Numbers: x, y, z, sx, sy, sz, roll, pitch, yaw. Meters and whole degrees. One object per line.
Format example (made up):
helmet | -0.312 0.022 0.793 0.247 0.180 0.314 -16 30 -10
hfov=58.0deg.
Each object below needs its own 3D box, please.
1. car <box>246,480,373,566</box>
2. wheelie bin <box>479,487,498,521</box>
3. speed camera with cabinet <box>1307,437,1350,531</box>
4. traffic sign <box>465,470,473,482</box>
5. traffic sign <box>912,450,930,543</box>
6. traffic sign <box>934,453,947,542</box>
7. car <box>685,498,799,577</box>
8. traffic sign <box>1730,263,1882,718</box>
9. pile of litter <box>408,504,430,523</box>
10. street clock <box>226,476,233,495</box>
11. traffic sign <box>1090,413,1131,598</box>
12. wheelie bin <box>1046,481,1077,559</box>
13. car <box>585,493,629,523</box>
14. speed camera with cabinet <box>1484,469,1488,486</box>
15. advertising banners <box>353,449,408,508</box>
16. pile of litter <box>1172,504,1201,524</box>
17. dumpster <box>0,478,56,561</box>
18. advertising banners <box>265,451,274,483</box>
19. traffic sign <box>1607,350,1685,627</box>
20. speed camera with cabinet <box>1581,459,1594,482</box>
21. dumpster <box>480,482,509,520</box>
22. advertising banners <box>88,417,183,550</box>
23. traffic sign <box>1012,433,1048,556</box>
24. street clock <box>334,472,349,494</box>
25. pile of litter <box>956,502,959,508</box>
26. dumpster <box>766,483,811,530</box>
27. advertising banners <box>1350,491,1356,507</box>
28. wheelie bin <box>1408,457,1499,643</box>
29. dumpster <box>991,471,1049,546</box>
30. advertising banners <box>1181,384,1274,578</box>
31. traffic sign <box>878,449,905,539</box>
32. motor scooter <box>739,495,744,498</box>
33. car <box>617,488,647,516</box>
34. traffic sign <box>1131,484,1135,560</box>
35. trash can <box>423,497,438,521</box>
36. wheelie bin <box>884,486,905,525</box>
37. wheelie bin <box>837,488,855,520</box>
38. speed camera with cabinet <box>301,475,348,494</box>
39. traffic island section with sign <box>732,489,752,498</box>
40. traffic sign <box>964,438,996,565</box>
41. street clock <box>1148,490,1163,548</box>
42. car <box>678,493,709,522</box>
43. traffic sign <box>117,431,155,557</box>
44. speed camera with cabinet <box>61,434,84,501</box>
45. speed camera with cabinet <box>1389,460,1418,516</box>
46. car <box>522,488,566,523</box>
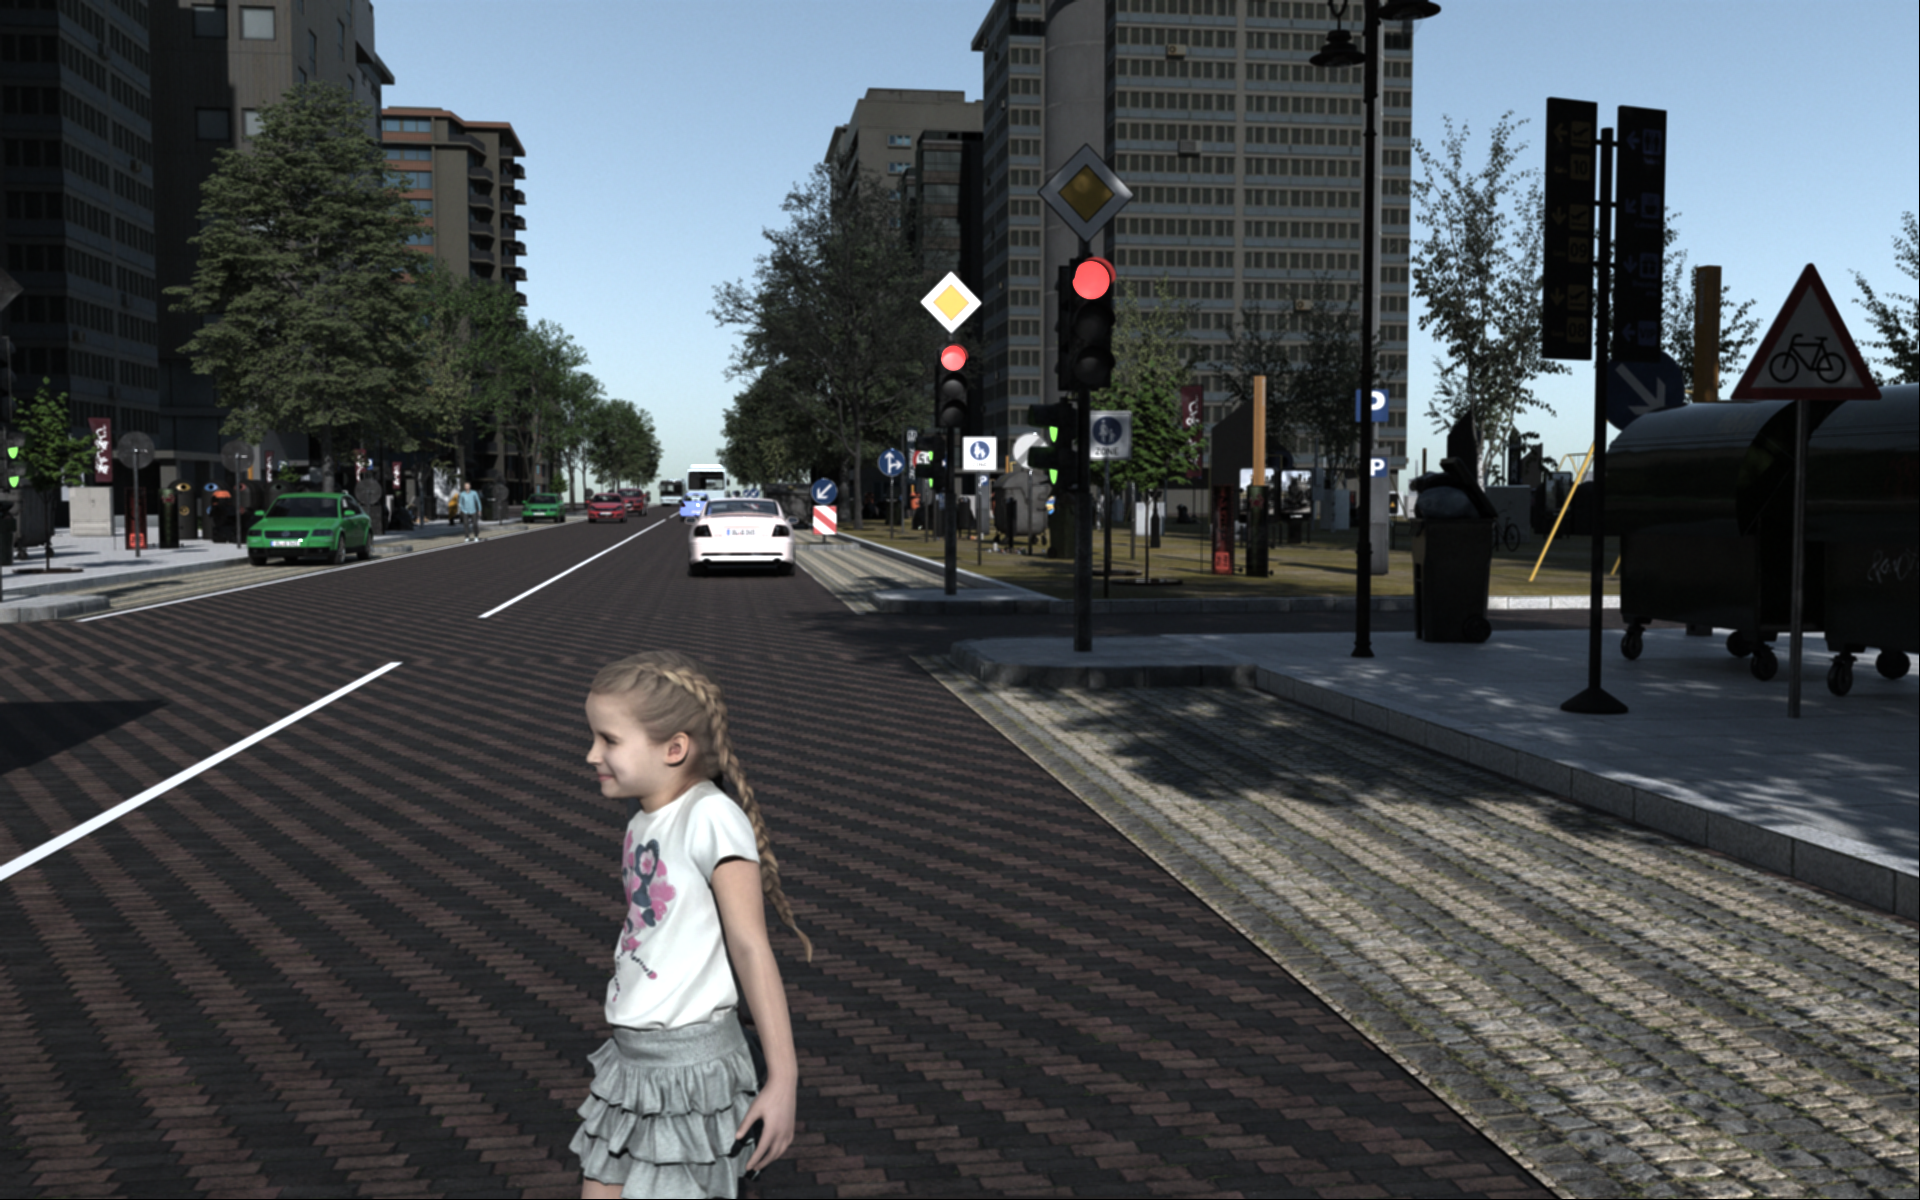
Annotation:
car | -13.388 -1.652 35.808 1.959 1.807 4.718 0 4 -8
wheelie bin | -22.304 -4.523 81.862 0.980 1.594 0.693 -3 5 -41
speed camera with cabinet | 12.847 -4.074 60.950 2.038 3.252 0.660 -3 4 -37
traffic sign | -26.501 -5.672 92.843 0.768 2.556 0.104 0 4 -1
traffic sign | -0.881 -2.793 45.772 0.768 2.556 0.104 0 4 -6
traffic sign | -0.674 -2.854 46.774 0.768 2.556 0.104 0 4 -1
car | -3.970 -1.174 31.556 2.083 1.381 4.827 0 4 -7
traffic sign | 4.787 -0.603 9.865 0.884 2.594 0.081 0 4 -5
pile of litter | -24.330 -3.893 77.609 1.719 0.858 1.176 -3 5 -44
street clock | -29.436 -3.990 69.808 0.358 2.002 0.471 -2 4 -27
traffic sign | 1.811 -1.179 21.400 0.606 2.300 0.079 0 4 1
wheelie bin | 2.172 -1.611 34.254 0.980 1.594 0.693 -3 4 -38
car | -17.718 -4.773 87.080 2.155 1.783 4.494 -1 4 -9
speed camera with cabinet | 18.358 -4.026 60.156 2.038 3.252 0.660 -2 4 -33
advertising banners | -22.335 -4.316 66.748 2.074 3.025 0.090 0 3 0
pile of litter | 9.898 -3.769 75.589 1.176 0.858 1.719 -1 4 -11
dumpster | -18.654 -1.722 33.909 1.264 1.857 1.865 0 4 -8
advertising banners | -28.164 -4.477 69.388 0.090 3.025 2.074 1 4 19
traffic sign | 5.845 -0.909 14.962 0.768 2.556 0.104 0 4 -2
speed camera with cabinet | 26.072 -4.716 71.443 0.660 3.252 2.038 2 4 28
dumpster | -23.001 -4.878 85.517 1.264 1.857 1.865 0 4 -8
advertising banners | -18.998 -2.676 39.933 0.090 3.025 2.074 3 5 41
traffic sign | 1.460 -2.196 36.006 0.768 2.556 0.104 0 4 0
street clock | -20.143 -3.170 56.393 0.358 2.002 0.471 2 4 28
pile of litter | -0.470 -4.842 93.127 1.176 0.858 1.719 0 4 -5
dumpster | -6.847 -3.715 68.956 1.865 1.857 1.264 0 4 -7
advertising banners | 20.325 -5.729 89.861 2.074 3.025 0.090 -1 4 -22
wheelie bin | 4.283 -0.441 15.124 0.693 1.594 0.980 0 4 3
dumpster | 1.545 -2.327 43.810 1.264 1.857 1.865 0 4 -8
advertising banners | 4.162 -1.897 27.201 0.090 3.025 2.074 -2 4 -35
traffic sign | -1.927 -2.985 48.904 0.768 2.556 0.104 0 4 -5
motor scooter | -27.422 -12.499 217.132 0.815 1.314 1.986 -1 4 -10
car | -21.553 -6.378 112.956 2.281 1.827 5.304 0 4 -7
traffic sign | 3.374 -2.057 33.744 0.768 2.556 0.104 0 4 -4
trash can | -25.442 -4.373 83.150 0.748 1.137 0.748 0 3 0
wheelie bin | -2.677 -3.852 70.881 0.980 1.594 0.693 2 4 24
wheelie bin | -5.614 -4.710 84.910 0.980 1.594 0.693 -2 4 -29
speed camera with cabinet | -30.366 -5.407 82.742 2.038 3.252 0.660 -3 4 -37
traffic island section with sign | -18.202 -8.461 146.964 1.989 1.847 2.006 0 4 -8
traffic sign | 0.351 -1.769 31.056 0.606 2.300 0.079 0 4 -4
street clock | 4.643 -2.237 41.142 0.358 2.002 0.471 2 4 30
car | -13.972 -5.027 91.777 1.945 1.707 3.694 0 4 -8
traffic sign | -16.693 -2.140 35.090 0.768 2.556 0.104 0 4 -1
speed camera with cabinet | -29.708 -3.800 56.464 2.038 3.252 0.660 -2 4 -31
speed camera with cabinet | 25.816 -6.508 100.737 2.038 3.252 0.660 2 4 32
car | -20.486 -4.678 85.288 1.959 1.807 4.718 0 4 -8
